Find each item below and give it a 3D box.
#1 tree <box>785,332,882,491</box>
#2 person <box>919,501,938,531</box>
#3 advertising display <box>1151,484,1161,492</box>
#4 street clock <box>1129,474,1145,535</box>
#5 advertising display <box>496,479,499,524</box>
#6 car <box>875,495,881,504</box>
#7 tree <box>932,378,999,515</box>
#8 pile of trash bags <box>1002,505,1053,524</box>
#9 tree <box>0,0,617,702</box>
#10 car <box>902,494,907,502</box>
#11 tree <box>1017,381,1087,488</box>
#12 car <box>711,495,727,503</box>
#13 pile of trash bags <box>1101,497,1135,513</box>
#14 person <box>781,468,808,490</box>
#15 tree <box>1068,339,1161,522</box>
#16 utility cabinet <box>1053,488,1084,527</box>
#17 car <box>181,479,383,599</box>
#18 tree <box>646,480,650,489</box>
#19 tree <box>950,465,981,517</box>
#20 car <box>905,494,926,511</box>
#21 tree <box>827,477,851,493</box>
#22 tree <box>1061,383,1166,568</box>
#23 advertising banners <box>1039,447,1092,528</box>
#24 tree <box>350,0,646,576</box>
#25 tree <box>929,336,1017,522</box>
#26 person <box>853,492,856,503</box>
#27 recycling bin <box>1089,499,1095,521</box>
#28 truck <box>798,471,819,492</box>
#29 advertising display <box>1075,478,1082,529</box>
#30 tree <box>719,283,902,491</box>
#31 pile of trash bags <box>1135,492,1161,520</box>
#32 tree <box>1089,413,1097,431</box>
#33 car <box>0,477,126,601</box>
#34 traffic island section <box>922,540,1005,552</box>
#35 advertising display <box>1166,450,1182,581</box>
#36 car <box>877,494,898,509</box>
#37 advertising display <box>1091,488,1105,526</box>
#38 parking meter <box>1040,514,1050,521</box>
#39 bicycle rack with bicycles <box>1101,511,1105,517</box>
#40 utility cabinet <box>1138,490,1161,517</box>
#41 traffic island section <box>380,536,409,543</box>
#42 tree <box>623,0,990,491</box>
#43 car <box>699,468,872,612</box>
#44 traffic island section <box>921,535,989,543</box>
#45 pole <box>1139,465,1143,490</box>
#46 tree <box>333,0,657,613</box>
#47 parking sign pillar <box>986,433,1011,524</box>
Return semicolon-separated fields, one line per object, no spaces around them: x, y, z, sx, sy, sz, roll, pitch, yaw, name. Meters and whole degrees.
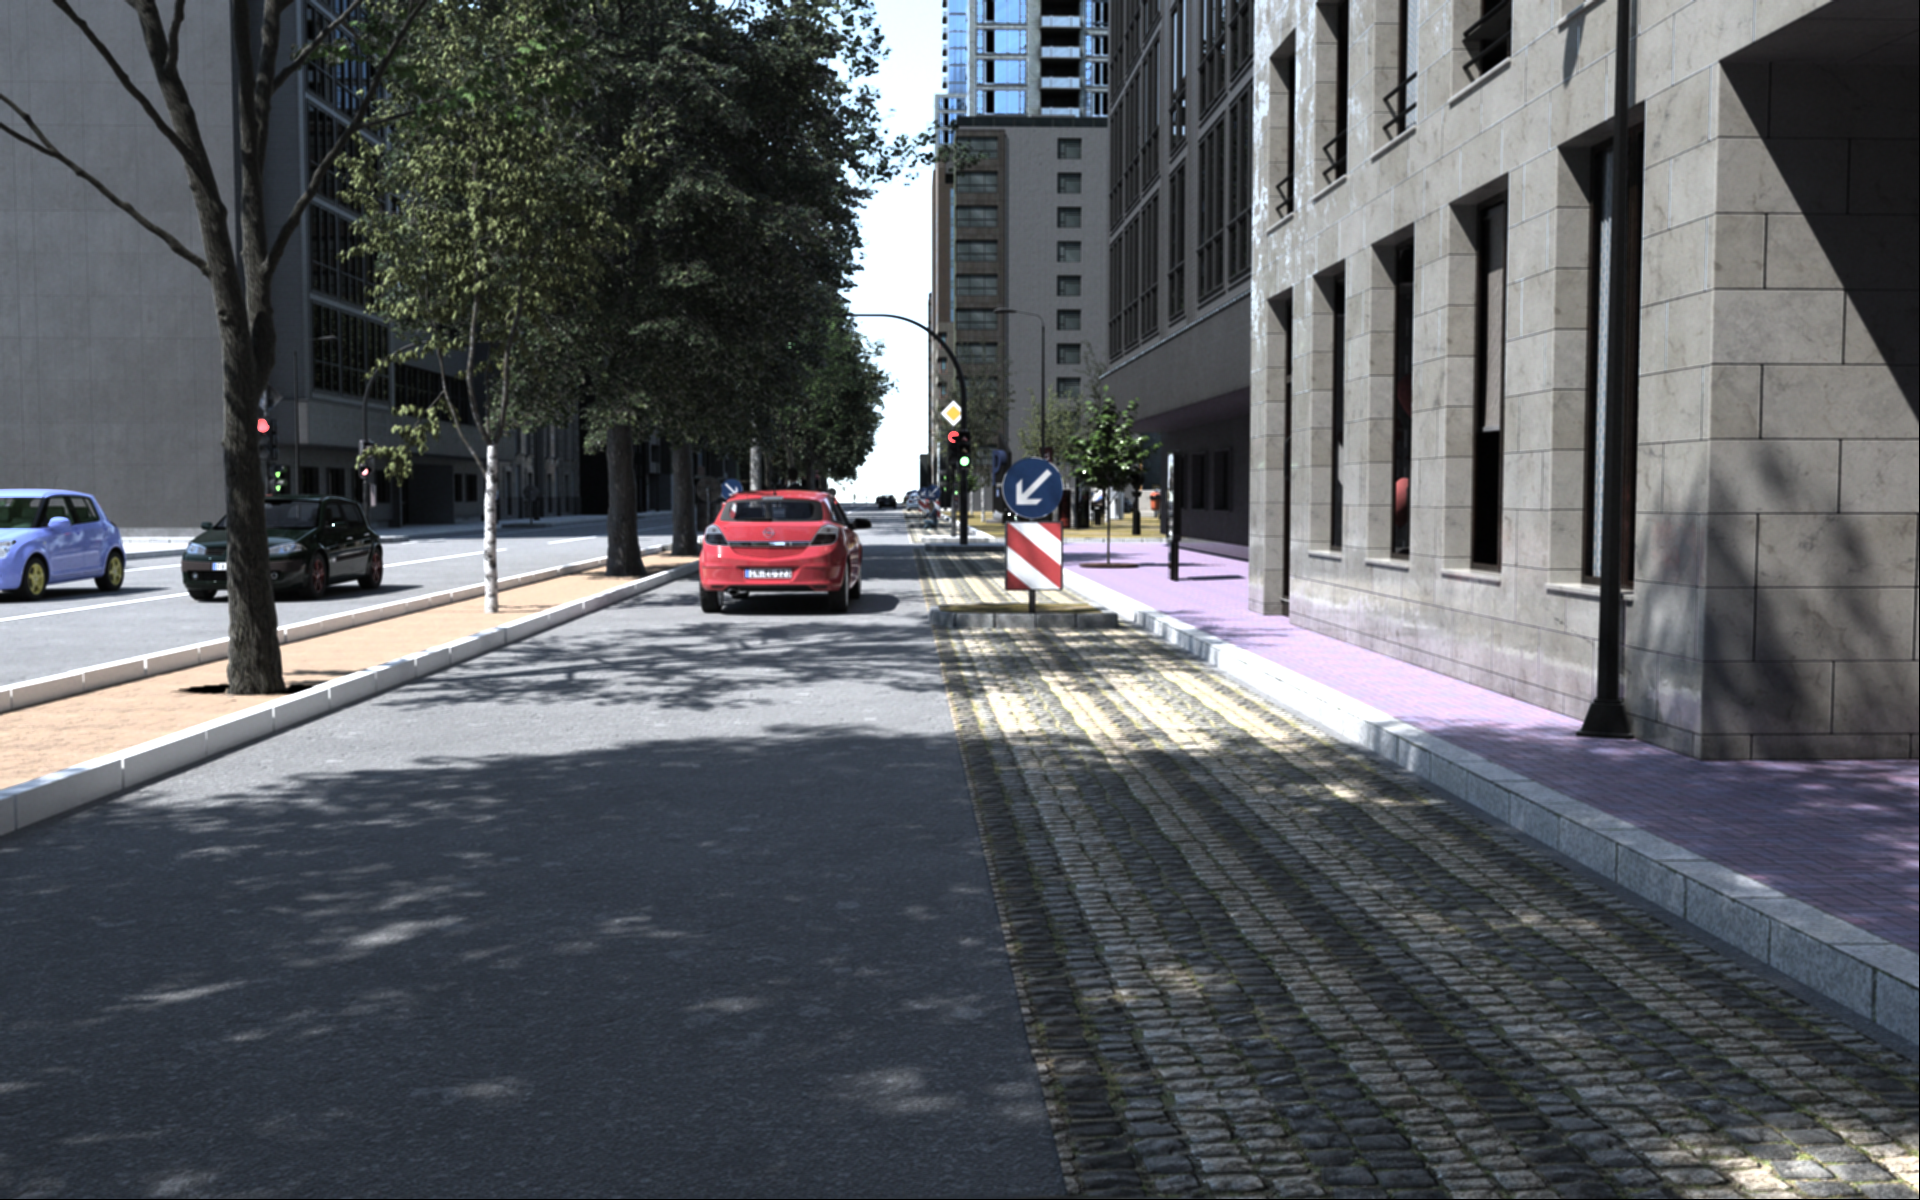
-8.294;-10.863;98.188;7.486;12.596;7.792;0;3;0;tree
-1.202;-3.276;67.564;0.738;1.151;1.012;0;4;-4;person
12.623;-6.476;111.092;0.123;1.923;0.974;-2;4;-32;advertising display
5.550;-3.049;54.428;0.358;2.002;0.471;-3;5;-39;street clock
-19.798;-4.190;73.716;0.123;1.923;0.974;0;4;-1;advertising display
-11.325;-14.523;250.024;1.945;1.354;3.894;0;4;-3;car
0.496;-9.620;107.651;4.737;8.622;4.395;0;3;0;tree
3.536;-3.901;73.539;3.447;1.369;1.912;0;4;-6;pile of trash bags
-5.177;-5.138;12.226;9.928;11.665;9.643;0;3;0;tree
-7.918;-15.704;266.982;2.015;1.641;3.980;0;4;-3;car
5.484;-10.012;114.052;4.737;8.622;4.395;0;3;0;tree
-10.365;-4.011;77.577;2.014;1.417;4.499;0;4;-1;car
9.638;-6.513;116.236;3.447;1.369;1.912;-1;4;-10;pile of trash bags
-2.998;-1.434;31.308;0.474;1.900;0.648;2;4;28;person
6.758;-7.833;78.436;4.360;8.622;3.978;0;3;0;tree
4.113;-3.494;65.799;1.173;1.500;0.318;0;4;2;utility cabinet
-9.627;-0.919;24.806;2.009;1.686;4.222;0;4;-2;car
-23.298;-7.947;124.537;1.663;3.219;1.824;0;3;0;tree
0.116;-6.417;99.525;1.663;3.219;1.824;0;3;0;tree
-3.530;-8.040;143.451;2.014;1.417;4.499;0;4;-3;car
-9.507;-10.539;125.128;4.360;8.622;3.978;0;3;0;tree
2.565;-2.194;30.476;1.663;3.219;1.824;0;3;0;tree
3.941;-4.198;64.829;2.074;3.025;0.090;-1;4;-14;advertising banners
-5.847;-7.382;29.808;9.857;13.997;8.962;0;3;0;tree
0.859;-7.915;79.773;4.360;8.622;3.978;0;3;0;tree
-16.451;-16.068;271.740;0.617;1.759;0.750;-3;5;-40;person
6.146;-4.320;83.188;0.722;1.027;0.722;1;4;13;recycling bin
-14.786;-11.400;175.308;2.839;4.237;11.283;0;4;-3;truck
4.393;-3.594;63.982;0.123;1.923;0.974;1;4;12;advertising display
-7.803;-10.404;89.563;9.611;12.733;9.660;0;3;0;tree
10.934;-4.810;88.389;3.447;1.369;1.912;-3;5;-42;pile of trash bags
7.670;-10.395;120.328;4.737;8.622;4.395;0;3;0;tree
-13.263;-0.899;24.289;1.945;1.707;3.694;0;4;-2;car
0.111;-1.329;44.005;2.009;0.180;2.903;0;4;-2;traffic island section
3.193;-1.264;25.888;0.123;1.923;0.974;0;4;1;advertising display
-7.095;-9.768;169.500;2.009;1.686;4.222;0;4;-2;car
5.656;-4.025;71.021;0.123;1.923;0.974;-2;4;-26;advertising display
2.747;-3.072;55.938;0.255;1.863;0.399;0;4;-5;parking meter
7.032;-4.986;94.900;2.852;0.926;2.925;-2;4;-35;bicycle rack with bicycles
10.242;-5.237;94.311;0.318;1.500;1.173;-3;5;-41;utility cabinet
-17.602;-1.780;51.376;2.009;0.180;2.903;0;4;-2;traffic island section
-5.721;-12.197;57.767;12.611;20.169;13.585;0;3;0;tree
-2.247;-0.820;22.448;2.155;1.783;4.494;0;3;0;car
-0.171;-1.817;51.985;2.009;0.180;2.903;0;4;-2;traffic island section
10.624;-6.599;101.739;0.158;3.312;0.155;0;3;0;pole
-5.664;-4.154;20.738;4.737;8.622;4.395;0;3;0;tree
1.844;-5.350;75.946;1.447;3.967;1.447;-1;4;-18;parking sign pillar
